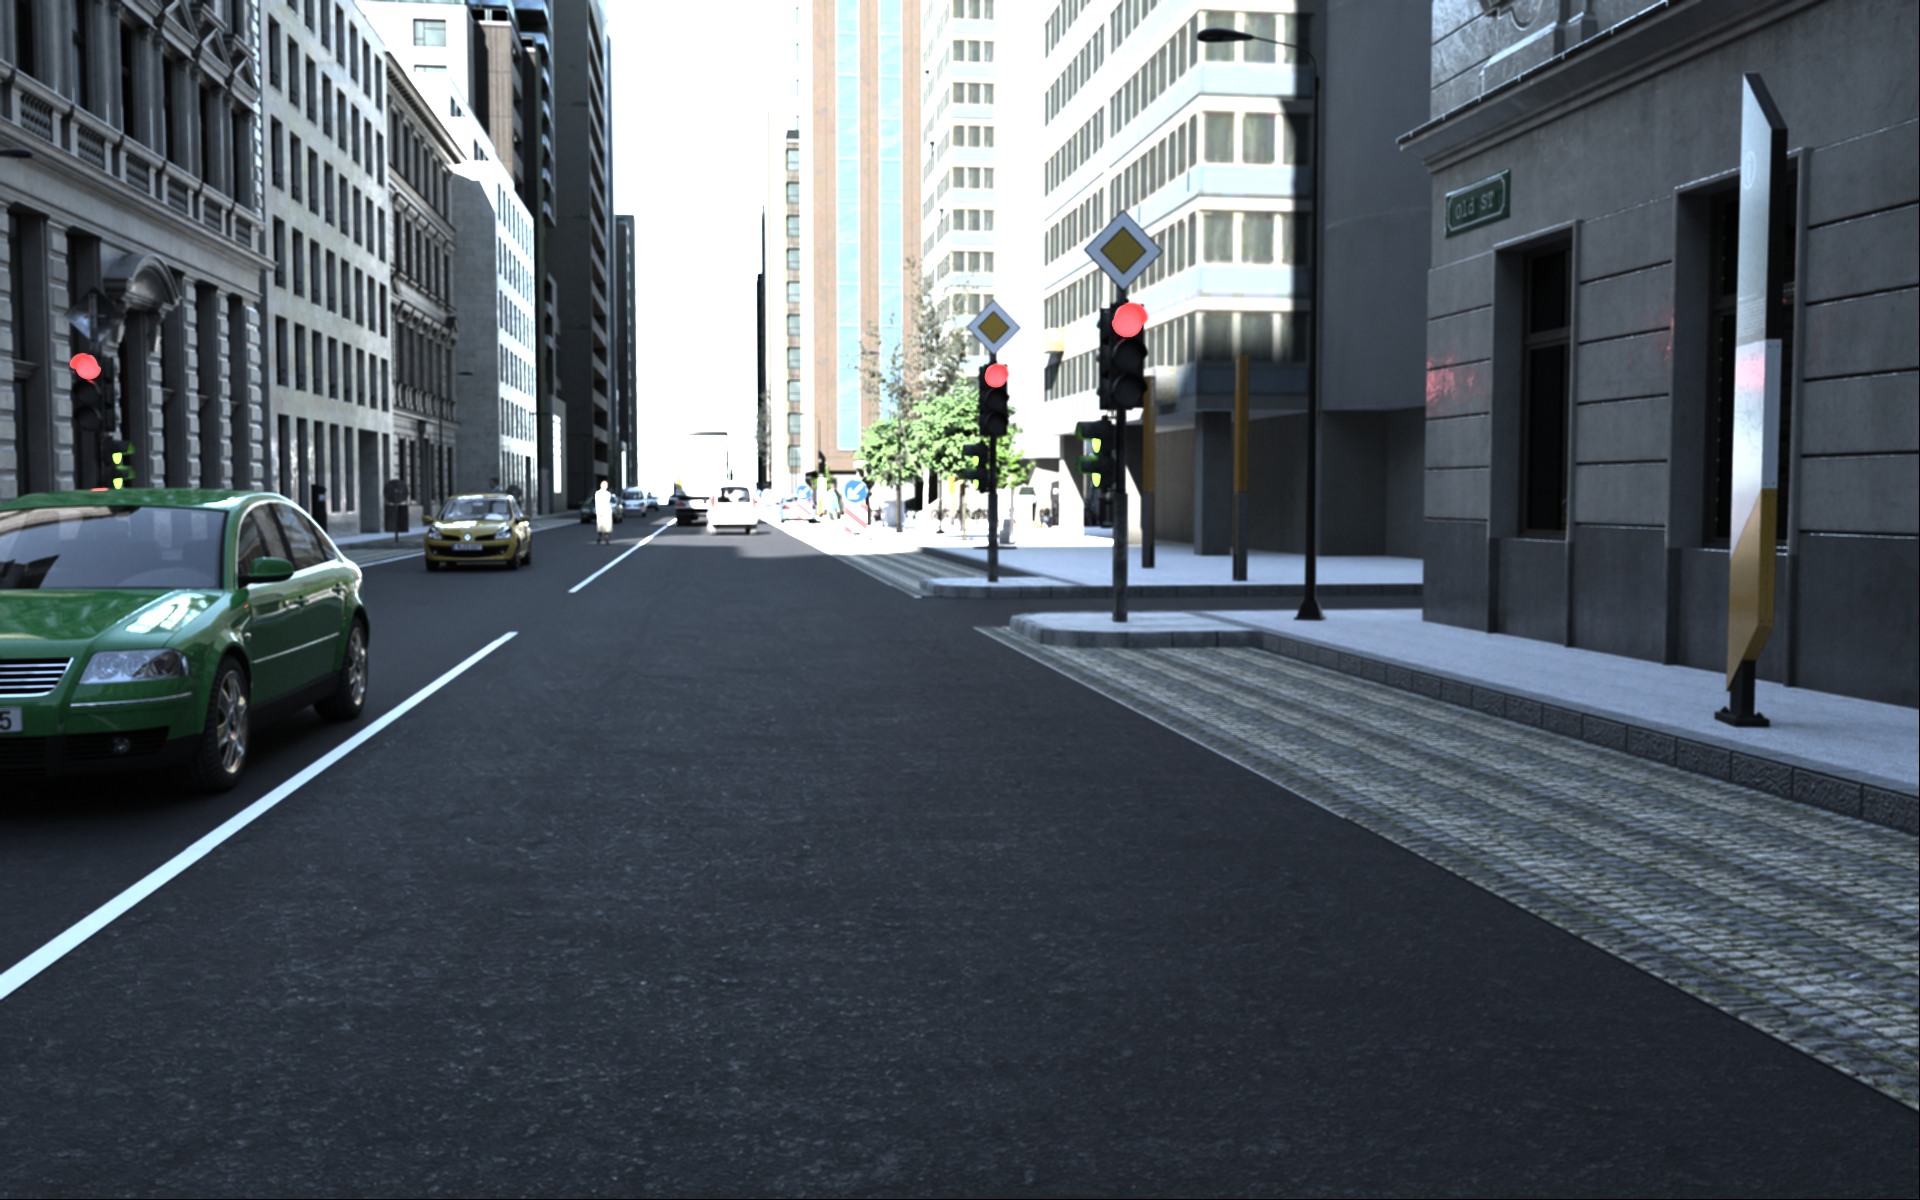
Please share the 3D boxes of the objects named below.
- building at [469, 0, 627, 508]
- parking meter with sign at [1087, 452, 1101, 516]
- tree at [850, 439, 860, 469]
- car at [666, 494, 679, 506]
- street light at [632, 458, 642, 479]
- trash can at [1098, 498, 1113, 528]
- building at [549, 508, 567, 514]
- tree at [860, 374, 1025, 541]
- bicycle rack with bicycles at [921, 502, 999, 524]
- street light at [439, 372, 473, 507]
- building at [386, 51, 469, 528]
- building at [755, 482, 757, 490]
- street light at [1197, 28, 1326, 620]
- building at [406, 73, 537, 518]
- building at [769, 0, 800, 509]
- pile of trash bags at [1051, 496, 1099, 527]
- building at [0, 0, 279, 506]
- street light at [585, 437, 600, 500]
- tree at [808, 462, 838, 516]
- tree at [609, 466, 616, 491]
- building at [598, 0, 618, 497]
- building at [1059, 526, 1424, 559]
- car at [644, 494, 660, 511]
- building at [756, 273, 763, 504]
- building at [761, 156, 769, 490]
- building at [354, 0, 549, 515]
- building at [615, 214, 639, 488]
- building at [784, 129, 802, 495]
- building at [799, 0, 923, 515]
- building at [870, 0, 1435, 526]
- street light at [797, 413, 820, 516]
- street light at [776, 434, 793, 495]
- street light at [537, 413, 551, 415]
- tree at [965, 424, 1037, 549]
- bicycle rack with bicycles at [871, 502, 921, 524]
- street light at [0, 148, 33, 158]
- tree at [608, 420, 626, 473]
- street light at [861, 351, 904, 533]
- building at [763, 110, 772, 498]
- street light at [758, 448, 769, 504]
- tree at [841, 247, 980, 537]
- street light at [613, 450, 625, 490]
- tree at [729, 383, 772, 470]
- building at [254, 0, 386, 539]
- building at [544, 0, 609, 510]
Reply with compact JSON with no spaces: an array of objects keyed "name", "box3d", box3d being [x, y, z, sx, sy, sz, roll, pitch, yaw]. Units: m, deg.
[{"name":"building","box3d":[-54.039,-55.535,220.676,22.319,86.520,31.000,0,4,-8]},{"name":"parking meter with sign","box3d":[5.735,-4.714,73.338,0.543,3.016,1.738,1,4,12]},{"name":"tree","box3d":[-2.334,-4.822,62.559,4.285,4.588,4.351,0,3,0]},{"name":"car","box3d":[-35.975,-12.753,218.295,2.009,1.686,4.222,-1,4,-9]},{"name":"street light","box3d":[-41.784,-15.385,224.085,1.470,5.913,1.316,0,4,-8]},{"name":"trash can","box3d":[5.552,-3.292,65.481,0.748,1.137,0.748,0,3,0]},{"name":"building","box3d":[-39.597,-49.591,123.483,22.319,86.520,31.000,0,4,-8]},{"name":"tree","box3d":[0.190,-3.907,47.599,4.285,4.588,4.351,0,3,0]},{"name":"bicycle rack with bicycles","box3d":[0.385,-3.708,74.003,2.852,0.926,2.925,-2,4,-28]},{"name":"street light","box3d":[-19.175,-5.707,65.850,1.470,5.913,1.316,0,4,-8]},{"name":"building","box3d":[-25.925,-12.433,67.911,10.561,19.102,19.286,0,4,-8]},{"name":"building","box3d":[-13.141,-33.999,247.764,32.217,40.220,23.993,0,4,-8]},{"name":"street light","box3d":[3.052,-2.750,17.506,1.470,5.913,1.316,0,4,-8]},{"name":"building","box3d":[-27.561,-14.209,87.065,10.420,20.320,16.860,0,4,-8]},{"name":"building","box3d":[-7.171,-37.907,161.786,21.231,58.520,28.212,0,4,-8]},{"name":"pile of trash bags","box3d":[5.240,-3.622,68.965,3.447,1.369,1.912,1,4,10]},{"name":"building","box3d":[-20.209,-12.388,31.422,11.050,23.489,19.941,0,4,-8]},{"name":"street light","box3d":[-30.021,-10.322,141.309,1.470,5.913,1.316,0,4,-8]},{"name":"tree","box3d":[-7.943,-6.615,102.763,1.663,3.219,1.824,0,3,0]},{"name":"tree","box3d":[-34.654,-11.229,167.305,4.285,4.588,4.351,0,3,0]},{"name":"building","box3d":[-49.711,-39.767,192.195,21.231,58.520,28.212,0,4,-8]},{"name":"building","box3d":[15.315,-21.422,42.123,23.993,40.220,32.217,0,4,-8]},{"name":"car","box3d":[-26.932,-8.422,149.502,2.131,1.459,4.920,0,4,-8]},{"name":"building","box3d":[-19.693,-27.869,227.355,14.160,30.474,14.107,0,4,-8]},{"name":"building","box3d":[-17.388,-32.388,213.142,14.154,41.232,14.086,0,4,-8]},{"name":"building","box3d":[-32.582,-20.291,103.453,14.160,30.474,14.107,0,4,-8]},{"name":"building","box3d":[-53.016,-34.338,245.020,14.154,41.232,14.086,0,4,-8]},{"name":"building","box3d":[-7.331,-22.603,141.261,14.160,30.474,14.107,0,4,-8]},{"name":"building","box3d":[-3.095,-28.279,112.476,14.600,45.320,14.200,0,4,-8]},{"name":"building","box3d":[10.966,-24.357,90.124,32.217,40.220,23.993,0,4,-8]},{"name":"street light","box3d":[-8.589,-7.746,99.190,1.470,5.913,1.316,0,4,-8]},{"name":"street light","box3d":[-13.422,-9.812,132.961,1.470,5.913,1.316,0,4,-8]},{"name":"street light","box3d":[-24.050,-7.730,98.934,1.470,5.913,1.316,0,4,-8]},{"name":"tree","box3d":[0.729,-2.814,40.618,1.663,3.219,1.824,0,3,0]},{"name":"bicycle rack with bicycles","box3d":[-2.860,-3.765,74.938,2.925,0.926,2.852,-1,4,-16]},{"name":"street light","box3d":[-13.152,-3.107,23.338,1.470,5.913,1.316,0,4,-8]},{"name":"tree","box3d":[-35.420,-13.594,172.620,4.360,8.622,3.978,0,3,0]},{"name":"street light","box3d":[-2.507,-5.122,56.294,1.470,5.913,1.316,0,4,-8]},{"name":"building","box3d":[-15.313,-33.574,199.053,14.600,45.320,14.200,0,4,-8]},{"name":"street light","box3d":[-19.586,-12.410,175.447,1.470,5.913,1.316,0,4,-8]},{"name":"tree","box3d":[-1.161,-6.212,51.936,4.360,8.622,3.978,0,3,0]},{"name":"street light","box3d":[-35.730,-12.766,181.257,1.470,5.913,1.316,0,4,-8]},{"name":"tree","box3d":[-19.342,-16.767,184.507,12.009,13.543,11.850,0,3,0]},{"name":"building","box3d":[-23.401,-11.943,50.012,10.420,20.320,16.860,0,4,-8]},{"name":"building","box3d":[-42.380,-32.258,151.126,21.300,48.544,21.600,0,4,-8]}]
